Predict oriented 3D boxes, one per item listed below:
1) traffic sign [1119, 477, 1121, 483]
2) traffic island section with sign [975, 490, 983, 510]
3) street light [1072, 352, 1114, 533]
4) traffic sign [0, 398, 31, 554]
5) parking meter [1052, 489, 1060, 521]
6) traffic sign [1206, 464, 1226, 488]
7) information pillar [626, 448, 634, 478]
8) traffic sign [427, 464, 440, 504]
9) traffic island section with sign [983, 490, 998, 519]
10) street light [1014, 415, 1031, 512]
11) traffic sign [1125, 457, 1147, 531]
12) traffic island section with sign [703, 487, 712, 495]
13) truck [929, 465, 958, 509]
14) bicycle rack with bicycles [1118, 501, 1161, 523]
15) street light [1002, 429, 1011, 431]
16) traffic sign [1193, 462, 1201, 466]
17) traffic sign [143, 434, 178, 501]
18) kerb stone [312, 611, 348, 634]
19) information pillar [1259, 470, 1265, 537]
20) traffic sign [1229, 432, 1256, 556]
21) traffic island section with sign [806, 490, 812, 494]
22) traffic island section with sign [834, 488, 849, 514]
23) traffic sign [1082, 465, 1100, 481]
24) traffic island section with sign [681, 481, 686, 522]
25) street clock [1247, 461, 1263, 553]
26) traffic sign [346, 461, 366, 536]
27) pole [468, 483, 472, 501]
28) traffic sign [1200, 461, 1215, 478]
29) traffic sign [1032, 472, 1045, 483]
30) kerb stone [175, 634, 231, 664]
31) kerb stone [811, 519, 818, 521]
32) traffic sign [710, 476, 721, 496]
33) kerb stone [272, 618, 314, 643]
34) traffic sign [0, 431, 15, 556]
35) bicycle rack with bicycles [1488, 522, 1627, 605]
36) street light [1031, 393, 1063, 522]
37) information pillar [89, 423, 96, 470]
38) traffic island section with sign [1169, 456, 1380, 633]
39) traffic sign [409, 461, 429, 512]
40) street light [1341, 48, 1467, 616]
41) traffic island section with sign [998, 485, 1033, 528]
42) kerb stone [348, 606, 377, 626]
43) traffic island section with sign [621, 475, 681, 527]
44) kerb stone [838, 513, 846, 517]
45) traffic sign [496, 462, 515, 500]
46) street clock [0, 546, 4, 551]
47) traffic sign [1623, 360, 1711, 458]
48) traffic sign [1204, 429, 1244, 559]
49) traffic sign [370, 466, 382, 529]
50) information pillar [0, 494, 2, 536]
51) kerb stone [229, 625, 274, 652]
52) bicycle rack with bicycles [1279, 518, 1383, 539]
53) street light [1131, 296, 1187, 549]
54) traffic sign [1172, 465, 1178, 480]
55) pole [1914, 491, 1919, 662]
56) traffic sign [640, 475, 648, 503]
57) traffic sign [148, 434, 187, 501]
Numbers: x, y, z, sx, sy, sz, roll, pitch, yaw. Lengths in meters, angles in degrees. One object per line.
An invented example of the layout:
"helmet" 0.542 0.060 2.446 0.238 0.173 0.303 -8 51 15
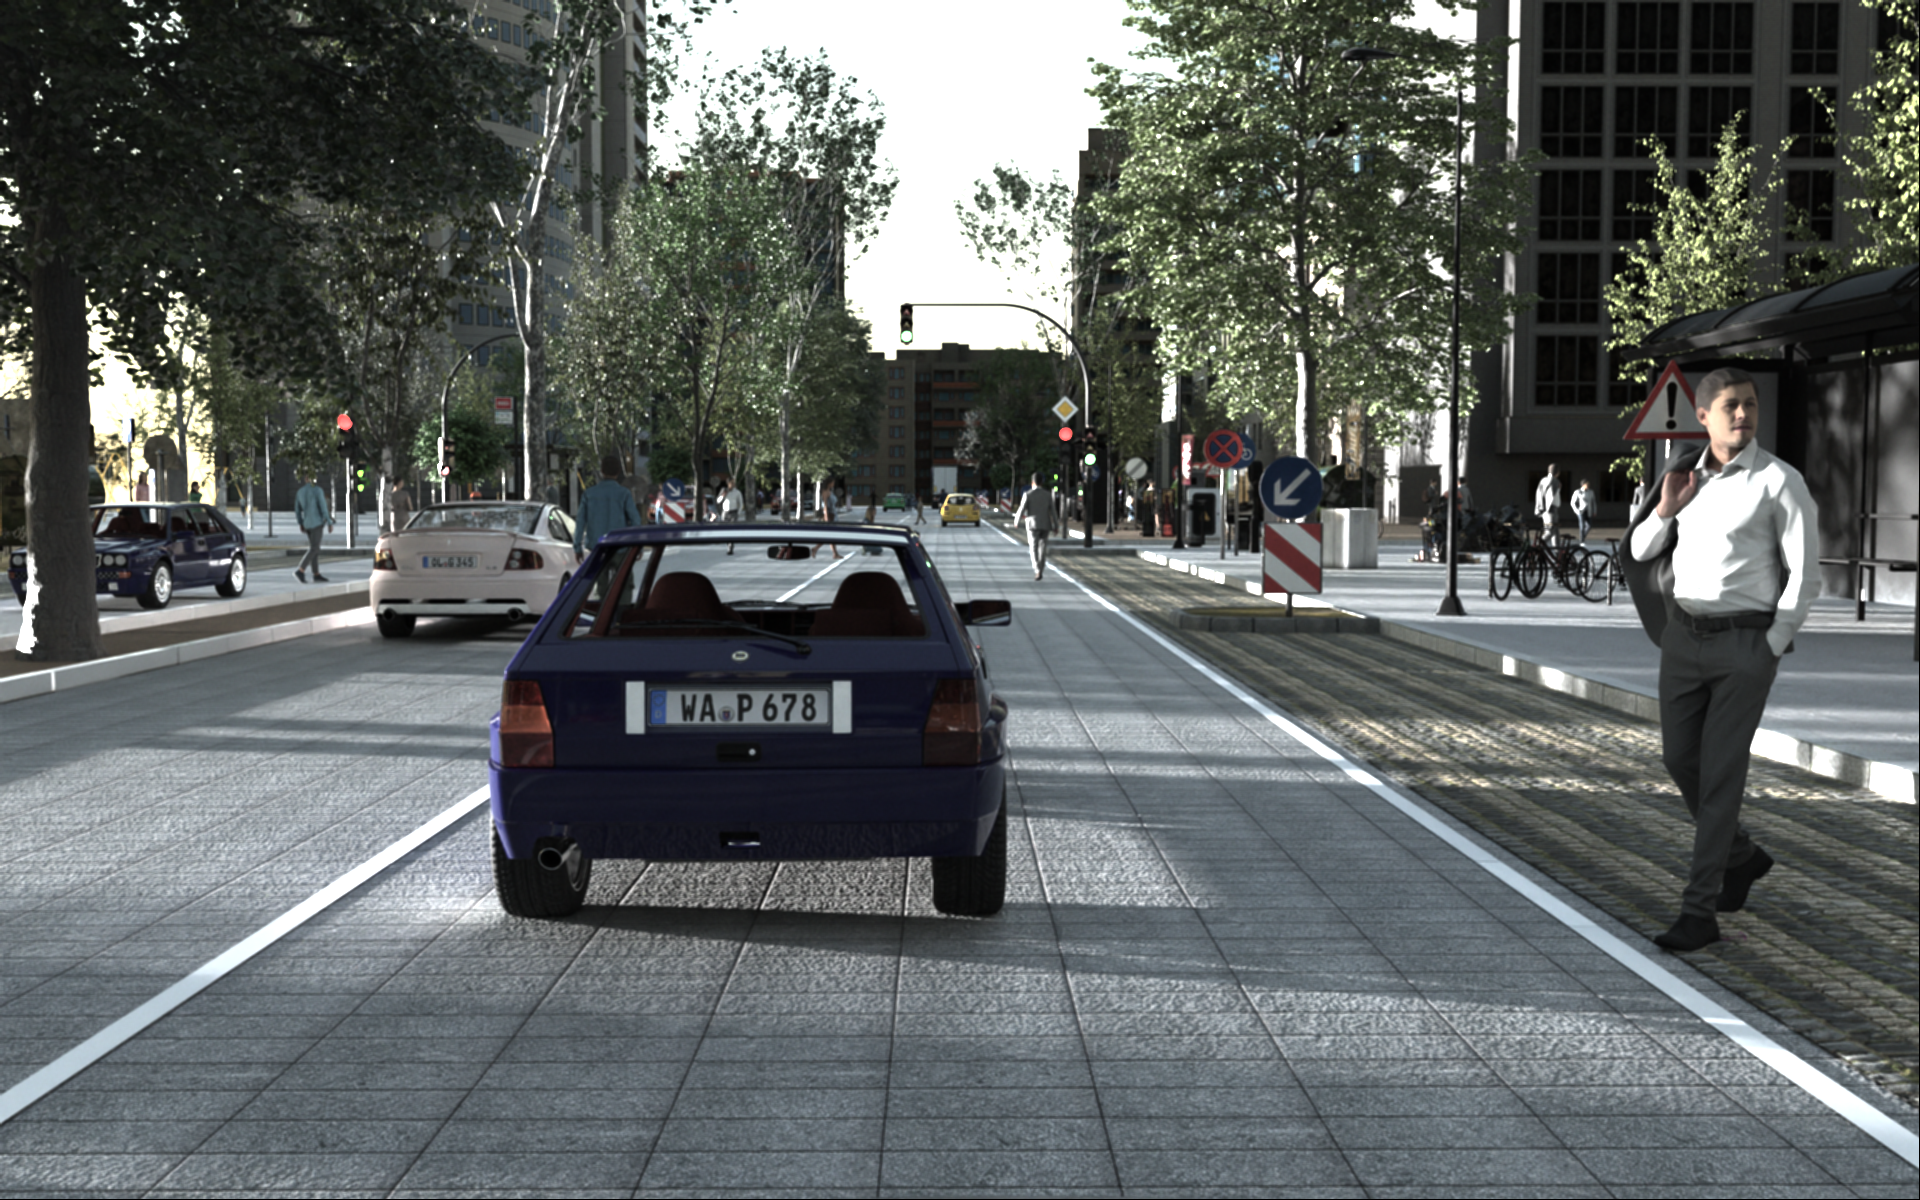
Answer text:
"traffic sign" 9.319 -6.386 104.516 0.768 2.556 0.104 0 4 5
"traffic island section with sign" 2.041 -8.724 151.265 1.989 1.847 2.006 0 4 -1
"street light" 4.350 -5.138 56.552 1.470 5.913 1.316 0 4 -1
"traffic sign" -20.582 -2.629 36.850 2.265 3.308 0.079 0 4 0
"parking meter" 4.546 -4.488 81.785 0.372 1.533 0.369 0 3 0
"traffic sign" 8.008 -3.293 53.843 0.884 2.594 0.081 1 4 8
"information pillar" -16.889 -5.954 88.696 0.504 3.616 0.183 2 4 34
"traffic sign" -21.429 -4.306 70.508 0.768 2.556 0.104 0 4 1
"traffic island section with sign" 2.530 -5.667 101.276 1.989 1.847 2.006 0 4 -1
"street light" 3.892 -7.906 101.798 1.470 5.913 1.316 0 4 -1
"traffic sign" 6.112 -3.675 60.185 0.768 2.556 0.104 0 4 3
"traffic island section with sign" -14.798 -5.664 101.228 1.989 1.847 2.006 0 4 -1
"truck" -1.585 -11.075 169.995 2.839 4.237 11.283 0 4 -2
"bicycle rack with bicycles" 8.542 -3.936 77.728 2.925 0.926 2.852 2 4 25
"street light" 3.720 -9.298 124.558 1.470 5.913 1.316 0 4 -1
"traffic sign" 9.529 -4.260 69.755 0.768 2.556 0.104 0 4 8
"traffic sign" -17.053 -2.254 36.952 0.768 2.556 0.104 0 4 2
"kerb stone" -6.671 0.247 18.152 0.120 0.150 1.000 0 4 -1
"information pillar" 8.930 -2.900 51.906 0.304 2.012 0.304 -2 4 -24
"traffic sign" 5.737 -2.188 35.888 0.768 2.556 0.104 0 4 2
"traffic island section with sign" -15.538 -10.405 178.752 1.989 1.847 2.006 0 4 -1
"traffic island section with sign" -8.729 -7.099 124.206 2.006 1.907 1.989 0 4 -1
"traffic sign" 5.400 -4.363 71.448 0.768 2.556 0.104 0 4 7
"traffic island section with sign" -8.000 -2.504 49.071 2.006 1.907 1.989 0 4 -1
"street clock" 6.404 -2.021 37.615 0.358 2.002 0.471 0 4 -4
"traffic sign" -18.457 -3.107 52.933 0.606 2.300 0.079 0 4 3
"pole" -21.942 -5.119 77.535 0.158 3.312 0.155 0 3 0
"traffic sign" 9.487 -4.043 66.209 0.768 2.556 0.104 0 4 4
"traffic sign" 4.525 -6.082 99.546 0.768 2.556 0.104 0 4 6
"kerb stone" -6.638 0.435 15.079 0.120 0.150 1.000 0 4 -1
"kerb stone" -7.332 -3.982 87.377 0.120 0.150 1.000 0 4 -1
"traffic sign" -17.121 -7.399 121.080 0.768 2.556 0.104 0 3 0
"kerb stone" -6.661 0.310 17.127 0.120 0.150 1.000 0 4 -1
"traffic sign" -19.783 -2.191 35.826 0.884 2.594 0.081 0 3 0
"bicycle rack with bicycles" 7.586 -0.478 21.202 2.925 0.926 2.852 -2 4 -30
"street light" 4.142 -6.537 79.427 1.470 5.913 1.316 0 4 -1
"information pillar" -24.700 -3.523 48.949 0.504 3.616 0.183 -1 4 -22
"traffic island section with sign" 3.312 -0.614 18.669 1.989 1.847 2.006 0 4 -1
"traffic sign" -21.087 -4.123 67.517 0.768 2.556 0.104 0 4 2
"street light" 4.670 -2.793 18.206 1.470 5.913 1.316 0 4 -1
"traffic island section with sign" 2.779 -4.018 74.322 1.989 1.847 2.006 0 4 -1
"kerb stone" -6.680 0.185 19.177 0.120 0.150 1.000 0 4 -1
"traffic island section with sign" -7.939 -2.051 41.664 2.006 1.907 1.989 0 4 -1
"kerb stone" -7.559 -5.420 110.960 0.120 0.150 1.000 0 4 -1
"traffic sign" -16.588 -3.852 63.082 0.768 2.556 0.104 0 4 7
"street clock" -21.547 -2.095 38.818 0.358 2.002 0.471 -1 4 -18
"traffic sign" 6.909 -1.033 16.889 0.884 2.594 0.081 0 4 7
"traffic sign" 5.156 -2.069 33.926 0.768 2.556 0.104 1 4 9
"traffic sign" -21.130 -3.717 62.907 0.606 2.300 0.079 0 4 7
"information pillar" -16.736 -2.343 29.657 0.504 3.616 0.183 -2 4 -28
"kerb stone" -6.655 0.372 16.105 0.120 0.150 1.000 0 4 -1
"bicycle rack with bicycles" 10.445 -2.224 49.748 2.852 0.926 2.925 -1 4 -14
"street light" 4.616 -4.161 40.579 1.470 5.913 1.316 0 4 -1
"traffic sign" 9.485 -4.545 74.418 0.768 2.556 0.104 0 4 3
"pole" 7.429 -1.182 13.162 0.158 3.312 0.155 0 3 0
"traffic sign" -20.888 -6.967 114.012 0.768 2.556 0.104 0 4 6
"traffic sign" -17.174 -2.295 37.521 0.884 2.594 0.081 0 4 8
